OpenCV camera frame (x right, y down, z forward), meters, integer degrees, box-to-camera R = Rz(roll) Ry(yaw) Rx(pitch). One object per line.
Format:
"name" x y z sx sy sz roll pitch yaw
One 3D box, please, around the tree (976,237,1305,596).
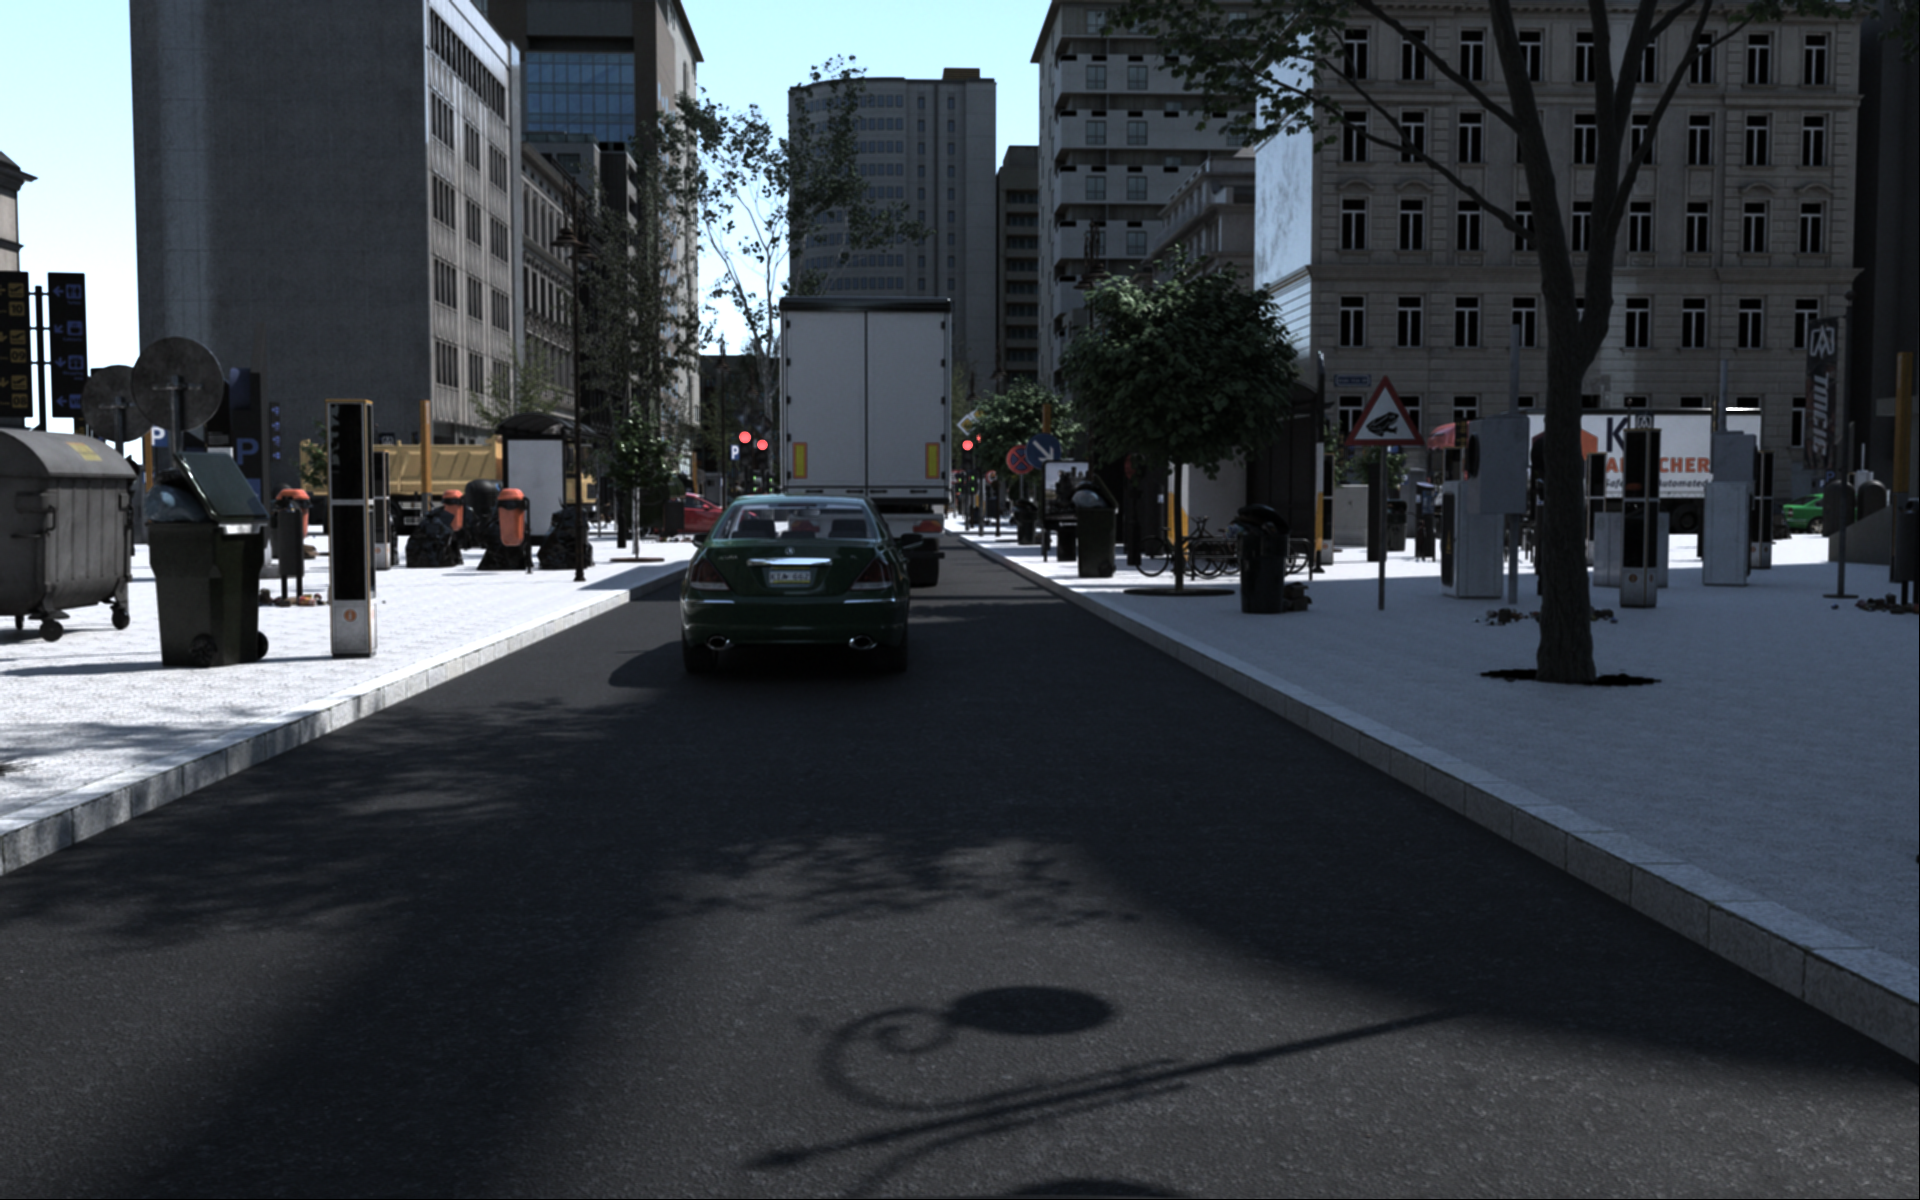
"tree" 2.849 -2.366 22.398 4.285 4.588 4.351 0 3 0

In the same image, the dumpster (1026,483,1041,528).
"dumpster" 3.418 -3.839 65.258 1.502 2.255 1.985 0 4 -3

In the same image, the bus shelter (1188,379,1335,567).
"bus shelter" 5.318 -2.368 32.644 2.014 3.302 5.546 0 4 -3

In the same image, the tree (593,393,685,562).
"tree" -6.241 -2.337 32.807 1.663 3.219 1.824 0 3 0

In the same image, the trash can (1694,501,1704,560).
"trash can" 14.597 -1.337 33.506 0.748 1.137 0.748 0 3 0

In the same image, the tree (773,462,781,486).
"tree" -8.963 -5.712 87.996 1.663 3.219 1.824 0 3 0

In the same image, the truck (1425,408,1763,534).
"truck" 20.634 -4.214 57.819 11.283 4.237 2.839 0 4 -2

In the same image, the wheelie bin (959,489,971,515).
"wheelie bin" 0.382 -5.939 105.018 0.980 1.594 0.693 -1 4 -17

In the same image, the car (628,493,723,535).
"car" -8.564 -2.819 55.133 4.494 1.783 2.155 0 4 -3

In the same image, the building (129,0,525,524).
"building" -28.884 -16.173 82.450 12.078 24.808 19.932 0 4 -3

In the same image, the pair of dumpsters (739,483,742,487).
"pair of dumpsters" -14.195 -6.834 114.233 1.574 2.255 4.437 0 4 -3

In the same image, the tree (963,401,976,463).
"tree" 1.756 -3.864 46.892 4.285 4.588 4.351 0 3 0

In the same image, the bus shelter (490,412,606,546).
"bus shelter" -10.687 -3.148 45.389 2.014 3.302 5.546 0 4 -3

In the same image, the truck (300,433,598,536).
"truck" -15.846 -3.652 55.640 9.791 3.379 3.469 0 4 -1

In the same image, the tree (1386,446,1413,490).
"tree" 10.794 -3.060 44.631 1.663 3.219 1.824 0 3 0

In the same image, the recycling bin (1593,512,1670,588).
"recycling bin" 9.270 -0.696 23.932 0.722 1.027 0.722 -1 4 -19

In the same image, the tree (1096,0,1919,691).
"tree" 4.223 -5.257 11.709 9.928 11.665 9.643 0 3 0

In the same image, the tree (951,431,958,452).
"tree" -2.265 -11.088 131.658 4.360 8.622 3.978 0 3 0

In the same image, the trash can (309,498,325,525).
"trash can" -26.510 -3.650 71.334 0.748 1.137 0.748 0 3 0

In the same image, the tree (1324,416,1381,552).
"tree" 8.128 -2.692 38.613 1.663 3.219 1.824 0 3 0

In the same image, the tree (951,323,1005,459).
"tree" -1.763 -12.851 120.485 12.009 13.543 11.850 0 3 0

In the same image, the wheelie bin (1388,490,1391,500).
"wheelie bin" 12.786 -2.765 53.121 0.980 1.594 0.693 3 5 44

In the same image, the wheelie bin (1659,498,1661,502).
"wheelie bin" 19.880 -2.598 50.391 0.980 1.594 0.693 -3 4 -39

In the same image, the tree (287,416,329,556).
"tree" -12.973 -2.559 36.442 1.663 3.219 1.824 0 3 0

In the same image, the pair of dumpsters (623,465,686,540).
"pair of dumpsters" -8.993 -2.940 50.557 1.574 2.255 4.437 0 4 -3

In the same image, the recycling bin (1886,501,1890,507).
"recycling bin" 34.175 -3.125 63.645 0.722 1.027 0.722 -1 4 -15

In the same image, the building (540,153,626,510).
"building" -30.713 -17.806 120.805 12.332 23.373 15.834 0 4 -3

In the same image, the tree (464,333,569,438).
"tree" -19.944 -7.854 78.768 4.737 8.622 4.395 0 3 0

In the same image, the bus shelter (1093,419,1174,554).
"bus shelter" 3.838 -2.971 39.857 1.731 3.624 6.357 0 4 -3

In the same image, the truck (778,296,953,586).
"truck" -1.741 -2.527 30.235 2.839 4.237 11.283 0 4 -4

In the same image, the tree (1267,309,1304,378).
"tree" 11.469 -7.213 68.289 4.737 8.622 4.395 0 3 0

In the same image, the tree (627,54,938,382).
"tree" -6.742 -13.306 73.449 12.611 20.169 13.585 0 3 0

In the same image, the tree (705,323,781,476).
"tree" -9.642 -9.755 93.905 8.767 10.594 7.601 0 4 -4

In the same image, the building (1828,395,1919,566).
"building" 32.990 -20.416 25.682 32.217 40.220 23.993 0 4 -3

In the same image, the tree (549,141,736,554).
"tree" -6.903 -5.297 36.965 4.360 8.622 3.978 0 3 0

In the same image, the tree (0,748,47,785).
"tree" -4.974 -5.002 7.536 9.928 11.665 9.643 0 3 0

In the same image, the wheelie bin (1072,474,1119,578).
"wheelie bin" 2.094 -1.153 26.756 0.693 1.594 0.980 1 4 9

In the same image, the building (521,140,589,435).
"building" -29.098 -16.749 102.731 11.050 23.489 19.941 0 4 -3

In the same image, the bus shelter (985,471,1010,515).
"bus shelter" 2.429 -6.958 107.686 2.014 3.302 5.546 0 4 -3

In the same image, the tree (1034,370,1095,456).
"tree" 5.535 -9.316 102.685 4.360 8.622 3.978 0 3 0

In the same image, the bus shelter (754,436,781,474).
"bus shelter" -12.126 -8.157 111.003 2.179 5.291 8.768 0 4 -3

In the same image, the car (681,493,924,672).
"car" -1.373 -0.220 15.401 2.131 1.459 4.920 0 4 -2

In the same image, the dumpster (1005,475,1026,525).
"dumpster" 2.746 -4.336 73.379 1.502 2.255 1.985 0 4 -3

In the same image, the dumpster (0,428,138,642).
"dumpster" -8.433 -0.605 15.652 1.264 1.857 1.865 0 4 -3

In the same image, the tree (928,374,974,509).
"tree" -2.150 -13.636 141.070 7.486 12.596 7.792 0 3 0

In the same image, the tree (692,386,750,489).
"tree" -16.176 -10.298 118.737 4.737 8.622 4.395 0 3 0

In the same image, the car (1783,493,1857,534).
"car" 29.390 -2.977 57.473 4.718 1.807 1.959 0 4 -1

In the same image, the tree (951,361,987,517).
"tree" -0.150 -8.842 94.929 4.737 8.622 4.395 0 3 0

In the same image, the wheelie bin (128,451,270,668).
"wheelie bin" -5.699 -0.314 13.048 0.693 1.594 0.980 1 4 13
